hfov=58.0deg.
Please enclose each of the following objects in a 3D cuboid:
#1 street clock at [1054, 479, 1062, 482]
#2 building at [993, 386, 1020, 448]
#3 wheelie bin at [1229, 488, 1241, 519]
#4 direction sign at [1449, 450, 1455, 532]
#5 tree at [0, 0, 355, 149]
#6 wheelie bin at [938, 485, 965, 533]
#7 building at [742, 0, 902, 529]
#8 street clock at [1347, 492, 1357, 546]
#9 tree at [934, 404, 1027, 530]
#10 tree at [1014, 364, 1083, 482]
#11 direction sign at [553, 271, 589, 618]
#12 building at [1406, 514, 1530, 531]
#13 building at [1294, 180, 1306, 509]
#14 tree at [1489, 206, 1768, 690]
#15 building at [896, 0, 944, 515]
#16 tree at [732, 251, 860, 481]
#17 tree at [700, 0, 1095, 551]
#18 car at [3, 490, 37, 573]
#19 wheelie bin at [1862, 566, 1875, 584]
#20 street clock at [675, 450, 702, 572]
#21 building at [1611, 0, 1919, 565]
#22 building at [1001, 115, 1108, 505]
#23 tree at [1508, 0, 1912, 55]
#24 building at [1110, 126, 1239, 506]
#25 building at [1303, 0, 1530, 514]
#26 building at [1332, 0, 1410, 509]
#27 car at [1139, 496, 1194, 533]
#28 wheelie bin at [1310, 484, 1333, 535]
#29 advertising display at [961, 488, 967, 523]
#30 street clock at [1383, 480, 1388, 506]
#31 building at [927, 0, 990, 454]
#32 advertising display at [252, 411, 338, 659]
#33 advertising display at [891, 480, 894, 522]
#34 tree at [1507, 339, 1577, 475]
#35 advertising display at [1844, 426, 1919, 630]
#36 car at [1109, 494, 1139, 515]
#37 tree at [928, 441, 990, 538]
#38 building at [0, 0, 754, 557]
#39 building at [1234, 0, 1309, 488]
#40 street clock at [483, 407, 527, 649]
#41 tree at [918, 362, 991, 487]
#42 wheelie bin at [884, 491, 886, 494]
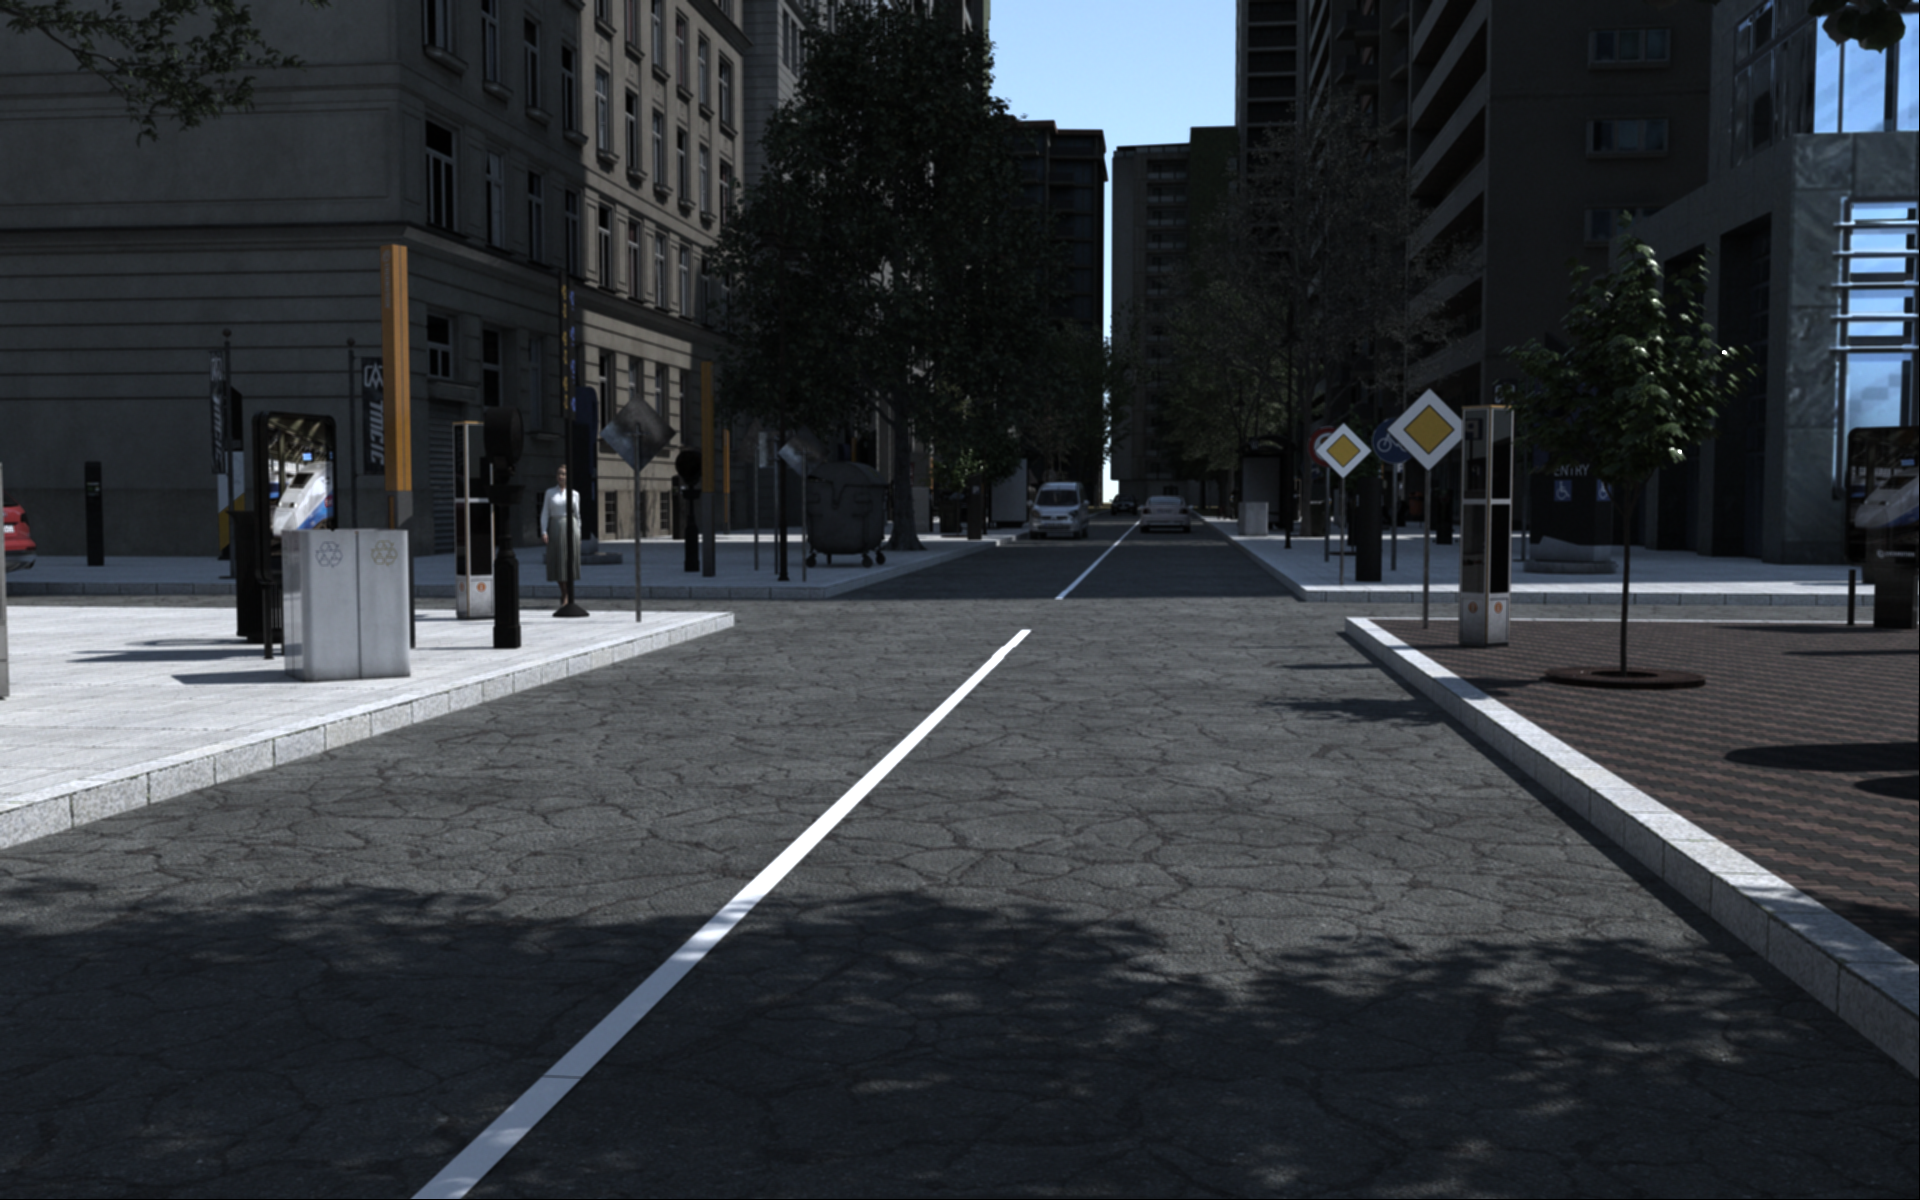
[{"bbox_3d":[4.826,-4.921,85.023,0.471,2.002,0.358,-2,4,-31],"label":"street clock"},{"bbox_3d":[-10.918,-51.660,157.309,31.000,86.520,22.319,0,4,7],"label":"building"},{"bbox_3d":[14.104,-4.889,87.845,0.693,1.594,0.980,3,5,43],"label":"wheelie bin"},{"bbox_3d":[16.708,-4.099,59.018,0.379,3.537,0.876,1,4,20],"label":"direction sign"},{"bbox_3d":[-6.047,-4.461,7.345,7.601,10.594,8.767,-1,4,-23],"label":"tree"},{"bbox_3d":[-0.301,-3.009,57.106,0.980,1.594,0.693,2,4,23],"label":"wheelie bin"},{"bbox_3d":[-10.200,-18.396,78.273,11.434,29.767,29.804,0,4,7],"label":"building"},{"bbox_3d":[9.721,-2.340,42.827,0.471,2.002,0.358,-2,4,-26],"label":"street clock"},{"bbox_3d":[0.765,-4.867,63.292,4.285,4.588,4.351,0,3,0],"label":"tree"},{"bbox_3d":[5.137,-8.909,96.026,4.360,8.622,3.978,0,3,0],"label":"tree"},{"bbox_3d":[-4.083,-1.595,18.071,0.379,3.537,0.876,0,4,-4],"label":"direction sign"},{"bbox_3d":[30.134,-27.199,68.408,21.300,48.544,21.600,0,4,7],"label":"building"},{"bbox_3d":[37.433,-23.602,157.589,14.160,30.474,14.107,0,4,7],"label":"building"},{"bbox_3d":[4.429,-1.054,11.838,1.663,3.219,1.824,0,3,0],"label":"tree"},{"bbox_3d":[-10.663,-41.140,110.885,20.563,71.187,20.611,0,4,7],"label":"building"},{"bbox_3d":[-4.393,-6.135,50.674,4.360,8.622,3.978,0,3,0],"label":"tree"},{"bbox_3d":[-1.407,-7.478,39.273,9.611,12.733,9.660,0,3,0],"label":"tree"},{"bbox_3d":[-15.467,-0.913,23.605,5.304,1.827,2.281,0,4,5],"label":"car"},{"bbox_3d":[13.227,-1.029,24.737,0.693,1.594,0.980,3,5,45],"label":"wheelie bin"},{"bbox_3d":[-4.432,-1.469,28.589,0.471,2.002,0.358,1,4,18],"label":"street clock"},{"bbox_3d":[31.591,-44.361,37.979,31.000,86.520,22.319,0,4,7],"label":"building"},{"bbox_3d":[2.613,-33.562,203.360,28.867,44.769,22.147,0,4,7],"label":"building"},{"bbox_3d":[3.825,-5.863,2.512,9.857,13.997,8.962,0,3,0],"label":"tree"},{"bbox_3d":[24.177,-31.359,196.319,14.086,41.232,14.154,0,4,7],"label":"building"},{"bbox_3d":[39.444,-31.508,138.849,21.300,48.544,21.600,0,4,7],"label":"building"},{"bbox_3d":[36.386,-28.094,113.963,22.147,44.769,28.867,0,4,7],"label":"building"},{"bbox_3d":[7.771,-3.238,65.298,2.083,1.381,4.827,0,4,8],"label":"car"},{"bbox_3d":[11.149,-2.811,53.872,0.980,1.594,0.693,3,4,37],"label":"wheelie bin"},{"bbox_3d":[0.200,-4.430,77.645,0.974,1.923,0.123,0,4,-5],"label":"advertising display"},{"bbox_3d":[21.123,-5.010,86.486,0.471,2.002,0.358,-3,5,-44],"label":"street clock"},{"bbox_3d":[-5.439,-27.224,128.703,14.154,41.232,14.086,0,4,7],"label":"building"},{"bbox_3d":[-5.290,-0.527,13.835,0.123,1.923,0.974,1,4,12],"label":"advertising display"},{"bbox_3d":[-2.913,-4.499,78.766,0.123,1.923,0.974,1,4,18],"label":"advertising display"},{"bbox_3d":[12.802,-3.234,36.582,4.285,4.588,4.351,0,3,0],"label":"tree"},{"bbox_3d":[8.942,-0.690,16.502,0.123,1.923,0.974,-2,4,-35],"label":"advertising display"},{"bbox_3d":[11.289,-6.676,118.938,2.009,1.686,4.222,0,4,8],"label":"car"},{"bbox_3d":[-0.186,-3.478,51.462,1.663,3.219,1.824,0,3,0],"label":"tree"},{"bbox_3d":[-16.651,-13.204,49.163,16.112,22.955,30.059,0,4,7],"label":"building"},{"bbox_3d":[41.790,-46.381,196.574,20.611,71.187,20.563,0,4,7],"label":"building"},{"bbox_3d":[-3.776,-0.600,14.388,0.358,2.002,0.471,0,4,-2],"label":"street clock"},{"bbox_3d":[-0.407,-7.960,80.501,4.737,8.622,4.395,0,3,0],"label":"tree"},{"bbox_3d":[-3.719,-4.218,76.876,0.693,1.594,0.980,-3,5,-41],"label":"wheelie bin"}]
